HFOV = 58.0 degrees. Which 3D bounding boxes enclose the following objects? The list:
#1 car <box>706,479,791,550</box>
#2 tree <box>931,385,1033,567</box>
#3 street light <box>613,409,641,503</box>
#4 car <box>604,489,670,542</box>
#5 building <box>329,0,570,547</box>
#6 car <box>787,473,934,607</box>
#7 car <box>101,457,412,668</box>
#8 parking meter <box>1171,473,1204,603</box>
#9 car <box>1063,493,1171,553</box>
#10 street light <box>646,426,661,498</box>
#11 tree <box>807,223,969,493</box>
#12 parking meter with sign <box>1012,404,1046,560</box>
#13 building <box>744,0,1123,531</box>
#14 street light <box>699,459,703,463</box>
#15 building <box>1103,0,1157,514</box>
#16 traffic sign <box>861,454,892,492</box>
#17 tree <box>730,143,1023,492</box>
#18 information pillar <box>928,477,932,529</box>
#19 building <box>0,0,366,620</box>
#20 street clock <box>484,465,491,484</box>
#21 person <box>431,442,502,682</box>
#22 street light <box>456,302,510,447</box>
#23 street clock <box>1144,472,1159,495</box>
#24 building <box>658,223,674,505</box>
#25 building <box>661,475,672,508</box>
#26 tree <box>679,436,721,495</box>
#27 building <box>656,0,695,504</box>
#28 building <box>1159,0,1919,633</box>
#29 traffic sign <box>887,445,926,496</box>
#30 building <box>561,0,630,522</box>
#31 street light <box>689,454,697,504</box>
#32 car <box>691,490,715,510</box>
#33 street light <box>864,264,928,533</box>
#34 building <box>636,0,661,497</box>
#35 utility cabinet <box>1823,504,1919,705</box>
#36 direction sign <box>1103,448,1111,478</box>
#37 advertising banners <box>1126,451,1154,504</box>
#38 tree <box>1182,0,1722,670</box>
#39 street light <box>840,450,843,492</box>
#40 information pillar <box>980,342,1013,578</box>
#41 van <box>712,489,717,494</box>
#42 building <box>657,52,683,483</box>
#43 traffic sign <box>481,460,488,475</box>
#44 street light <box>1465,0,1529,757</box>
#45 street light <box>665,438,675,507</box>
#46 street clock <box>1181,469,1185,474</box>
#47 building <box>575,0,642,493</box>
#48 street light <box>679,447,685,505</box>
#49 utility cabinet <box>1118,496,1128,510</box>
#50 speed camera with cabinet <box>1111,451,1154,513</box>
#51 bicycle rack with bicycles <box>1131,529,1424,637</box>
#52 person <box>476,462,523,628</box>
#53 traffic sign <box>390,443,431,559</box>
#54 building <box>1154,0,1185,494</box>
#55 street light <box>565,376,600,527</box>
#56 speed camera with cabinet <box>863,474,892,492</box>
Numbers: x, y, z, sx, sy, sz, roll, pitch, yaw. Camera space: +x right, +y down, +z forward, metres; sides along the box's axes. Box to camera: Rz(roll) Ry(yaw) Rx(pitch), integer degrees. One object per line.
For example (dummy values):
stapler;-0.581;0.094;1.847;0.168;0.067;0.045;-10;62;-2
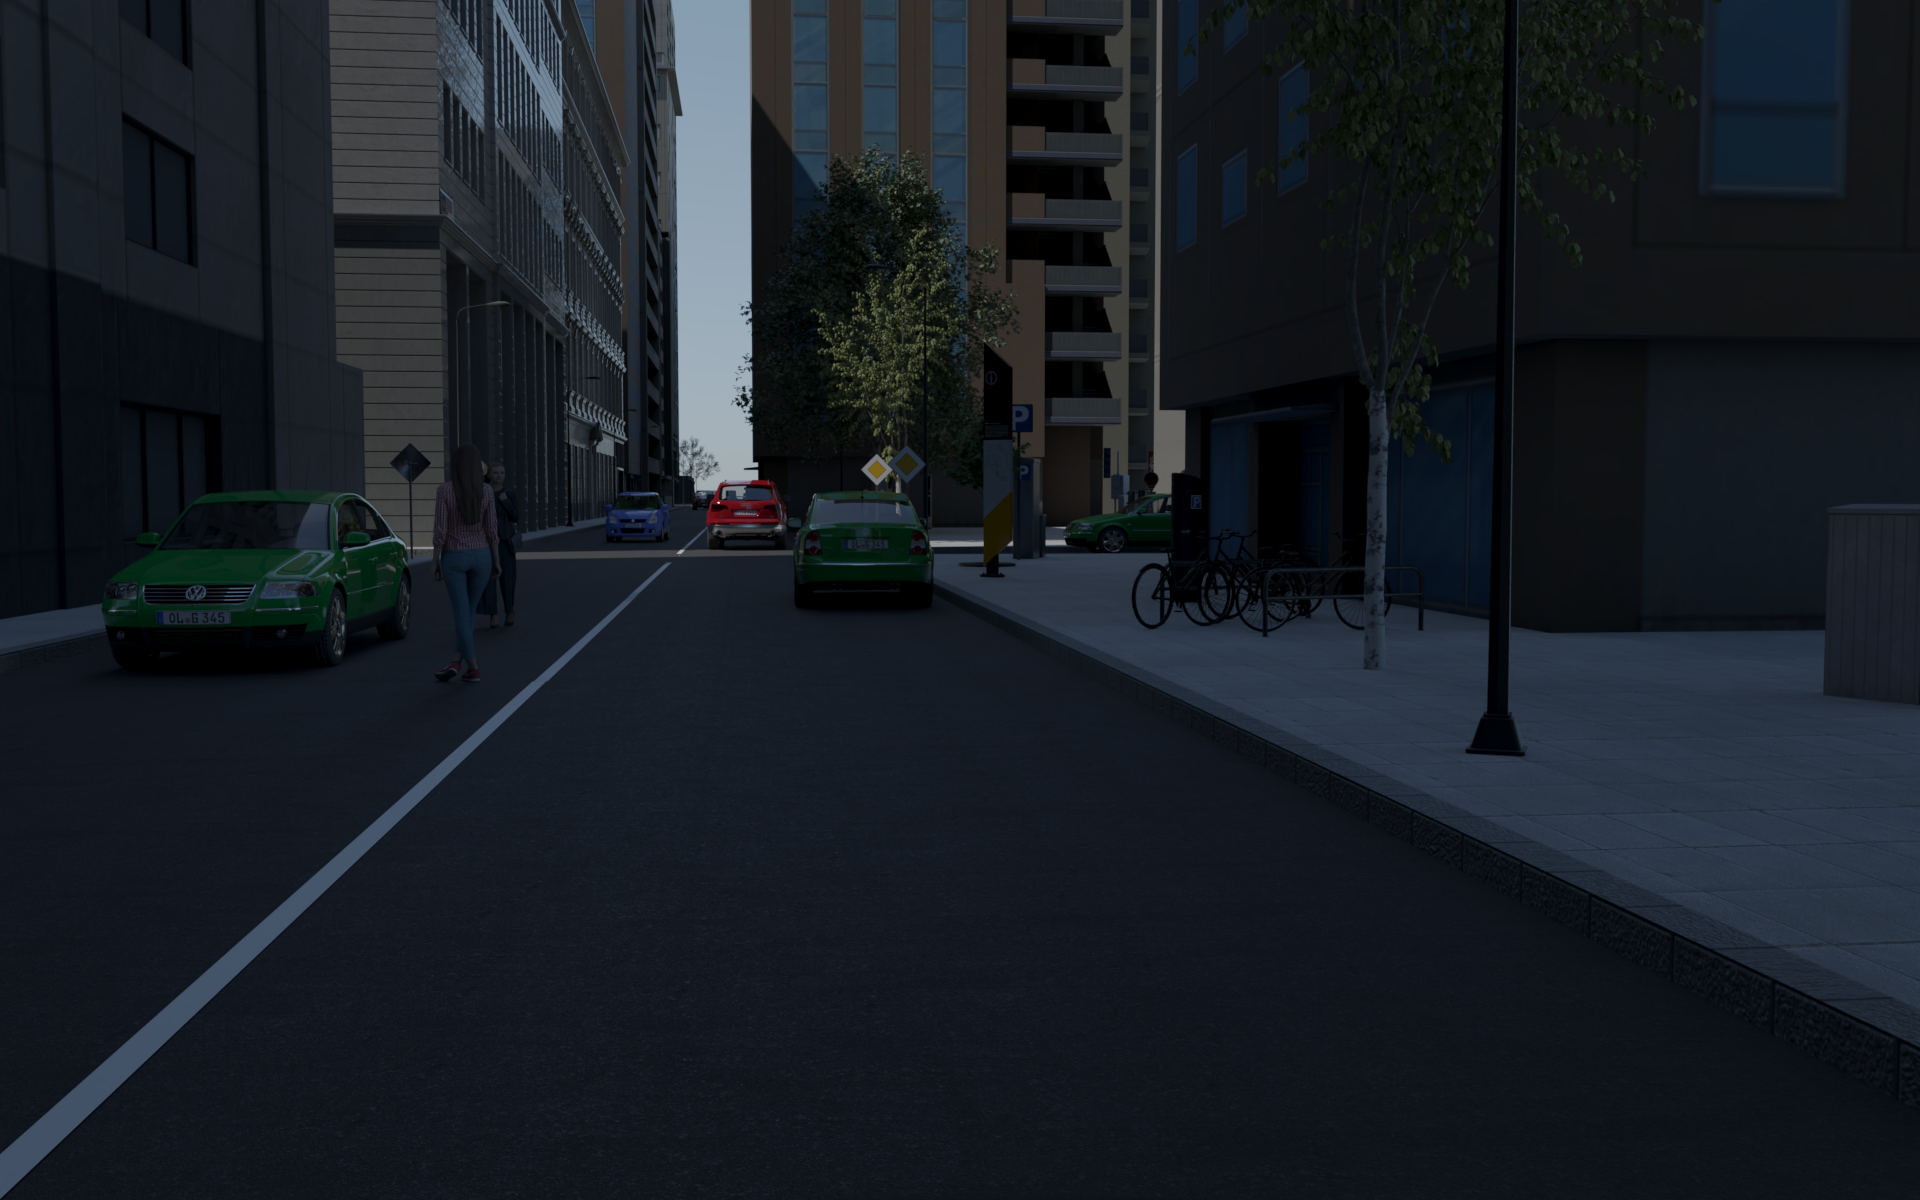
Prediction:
car;-5.644;-2.296;46.210;2.281;1.827;5.304;0;4;-5
tree;0.474;-2.223;30.949;1.663;3.219;1.824;0;3;0
street light;-18.324;-7.467;94.631;1.470;5.913;1.316;0;4;-7
car;-9.780;-2.633;52.638;1.945;1.707;3.694;0;4;-5
building;-19.600;-16.965;54.878;11.434;29.767;29.804;0;4;-7
car;-1.367;-0.898;23.477;1.959;1.807;4.718;0;4;-5
car;-6.220;-0.423;15.718;1.959;1.807;4.718;0;4;-7
parking meter;2.697;-0.746;20.610;0.372;1.533;0.369;0;3;0
car;4.825;-2.000;41.498;4.718;1.807;1.959;-1;4;-8
street light;-21.190;-8.885;117.812;1.470;5.913;1.316;0;4;-7
tree;-1.883;-5.868;46.312;4.737;8.622;4.395;0;3;0
parking meter with sign;1.345;-2.335;34.436;0.543;3.016;1.738;1;4;14
building;-1.724;-25.772;71.478;14.600;45.320;14.200;0;4;-7
street light;-34.795;-15.554;226.852;1.470;5.913;1.316;0;4;-7
building;0.484;-27.494;104.157;22.147;44.769;28.867;0;4;-7
traffic sign;-2.073;-2.420;43.203;0.795;2.450;0.064;0;4;-7
tree;-2.778;-8.543;56.685;9.611;12.733;9.660;0;3;0
information pillar;-1.177;-3.565;62.783;0.304;2.012;0.304;0;4;3
building;-20.693;-35.624;20.698;20.611;71.187;20.563;0;4;-7
street clock;-11.830;-2.358;43.123;0.358;2.002;0.471;0;4;-3
person;-3.761;-0.289;13.237;0.388;1.821;0.555;3;5;45
street light;-11.544;-4.240;41.863;1.470;5.913;1.316;0;4;-7
street clock;6.203;-3.160;56.232;0.471;2.002;0.358;1;4;12
building;-37.605;-25.103;182.142;14.160;30.474;14.107;0;4;-7
building;-43.653;-28.749;161.931;32.217;40.220;23.993;0;4;-7
tree;-41.735;-20.684;272.598;8.767;10.594;7.601;0;4;-6
building;-49.884;-49.963;255.152;20.563;71.187;20.611;0;4;-7
building;11.110;-22.747;22.024;14.600;45.320;14.200;0;4;-7
traffic sign;-1.084;-1.935;35.279;0.795;2.450;0.064;0;4;-7
building;-27.172;-19.248;91.116;17.030;29.872;44.131;0;4;-7
street light;-31.465;-13.946;200.558;1.470;5.913;1.316;0;4;-7
car;-23.119;-9.047;156.592;2.281;1.827;5.304;0;4;-6
street light;-1.245;-3.833;35.210;1.470;5.913;1.316;0;4;-7
building;-35.565;-31.535;139.298;21.300;48.544;21.600;0;4;-7
utility cabinet;5.879;0.031;10.654;0.306;1.237;1.020;-2;4;-32
direction sign;6.937;-5.679;84.847;0.876;3.537;0.379;0;4;2
advertising banners;7.449;-4.587;71.192;0.090;3.025;2.074;-2;4;-28
tree;3.280;-3.797;12.441;4.737;8.622;4.395;0;3;0
street light;-4.986;-5.652;64.956;1.470;5.913;1.316;0;4;-7
information pillar;0.571;-2.155;26.585;0.504;3.616;0.183;2;4;32
van;-24.809;-10.193;173.672;2.013;2.044;4.112;0;4;-6
building;-48.366;-37.990;210.373;28.713;52.752;27.495;0;4;-7
traffic sign;-11.795;-2.347;42.014;0.795;2.450;0.064;0;4;-7
street light;2.140;-2.193;8.392;1.470;5.913;1.316;0;4;-7
street light;-24.415;-10.494;144.119;1.470;5.913;1.316;0;4;-7
street clock;6.523;-2.749;49.512;0.471;2.002;0.358;-1;4;-13
building;-30.091;-28.862;121.997;14.600;45.320;14.200;0;4;-7
street light;-27.747;-12.104;170.440;1.470;5.913;1.316;0;4;-7
utility cabinet;7.135;-3.886;74.694;0.306;1.237;1.020;2;4;27
speed camera with cabinet;7.938;-5.204;79.426;2.038;3.252;0.660;3;4;36
bicycle rack with bicycles;2.967;-0.206;16.747;2.925;0.926;2.852;-2;4;-24
person;-5.017;-0.598;18.692;0.576;1.772;0.534;-1;4;-21
traffic sign;-10.806;-1.862;34.090;0.795;2.450;0.064;0;4;-7
building;17.755;-26.464;56.391;21.600;48.544;21.300;0;4;-7
street light;-14.891;-5.860;68.350;1.470;5.913;1.316;0;4;-7
speed camera with cabinet;-3.047;-4.279;64.299;0.660;3.252;2.038;1;4;13
